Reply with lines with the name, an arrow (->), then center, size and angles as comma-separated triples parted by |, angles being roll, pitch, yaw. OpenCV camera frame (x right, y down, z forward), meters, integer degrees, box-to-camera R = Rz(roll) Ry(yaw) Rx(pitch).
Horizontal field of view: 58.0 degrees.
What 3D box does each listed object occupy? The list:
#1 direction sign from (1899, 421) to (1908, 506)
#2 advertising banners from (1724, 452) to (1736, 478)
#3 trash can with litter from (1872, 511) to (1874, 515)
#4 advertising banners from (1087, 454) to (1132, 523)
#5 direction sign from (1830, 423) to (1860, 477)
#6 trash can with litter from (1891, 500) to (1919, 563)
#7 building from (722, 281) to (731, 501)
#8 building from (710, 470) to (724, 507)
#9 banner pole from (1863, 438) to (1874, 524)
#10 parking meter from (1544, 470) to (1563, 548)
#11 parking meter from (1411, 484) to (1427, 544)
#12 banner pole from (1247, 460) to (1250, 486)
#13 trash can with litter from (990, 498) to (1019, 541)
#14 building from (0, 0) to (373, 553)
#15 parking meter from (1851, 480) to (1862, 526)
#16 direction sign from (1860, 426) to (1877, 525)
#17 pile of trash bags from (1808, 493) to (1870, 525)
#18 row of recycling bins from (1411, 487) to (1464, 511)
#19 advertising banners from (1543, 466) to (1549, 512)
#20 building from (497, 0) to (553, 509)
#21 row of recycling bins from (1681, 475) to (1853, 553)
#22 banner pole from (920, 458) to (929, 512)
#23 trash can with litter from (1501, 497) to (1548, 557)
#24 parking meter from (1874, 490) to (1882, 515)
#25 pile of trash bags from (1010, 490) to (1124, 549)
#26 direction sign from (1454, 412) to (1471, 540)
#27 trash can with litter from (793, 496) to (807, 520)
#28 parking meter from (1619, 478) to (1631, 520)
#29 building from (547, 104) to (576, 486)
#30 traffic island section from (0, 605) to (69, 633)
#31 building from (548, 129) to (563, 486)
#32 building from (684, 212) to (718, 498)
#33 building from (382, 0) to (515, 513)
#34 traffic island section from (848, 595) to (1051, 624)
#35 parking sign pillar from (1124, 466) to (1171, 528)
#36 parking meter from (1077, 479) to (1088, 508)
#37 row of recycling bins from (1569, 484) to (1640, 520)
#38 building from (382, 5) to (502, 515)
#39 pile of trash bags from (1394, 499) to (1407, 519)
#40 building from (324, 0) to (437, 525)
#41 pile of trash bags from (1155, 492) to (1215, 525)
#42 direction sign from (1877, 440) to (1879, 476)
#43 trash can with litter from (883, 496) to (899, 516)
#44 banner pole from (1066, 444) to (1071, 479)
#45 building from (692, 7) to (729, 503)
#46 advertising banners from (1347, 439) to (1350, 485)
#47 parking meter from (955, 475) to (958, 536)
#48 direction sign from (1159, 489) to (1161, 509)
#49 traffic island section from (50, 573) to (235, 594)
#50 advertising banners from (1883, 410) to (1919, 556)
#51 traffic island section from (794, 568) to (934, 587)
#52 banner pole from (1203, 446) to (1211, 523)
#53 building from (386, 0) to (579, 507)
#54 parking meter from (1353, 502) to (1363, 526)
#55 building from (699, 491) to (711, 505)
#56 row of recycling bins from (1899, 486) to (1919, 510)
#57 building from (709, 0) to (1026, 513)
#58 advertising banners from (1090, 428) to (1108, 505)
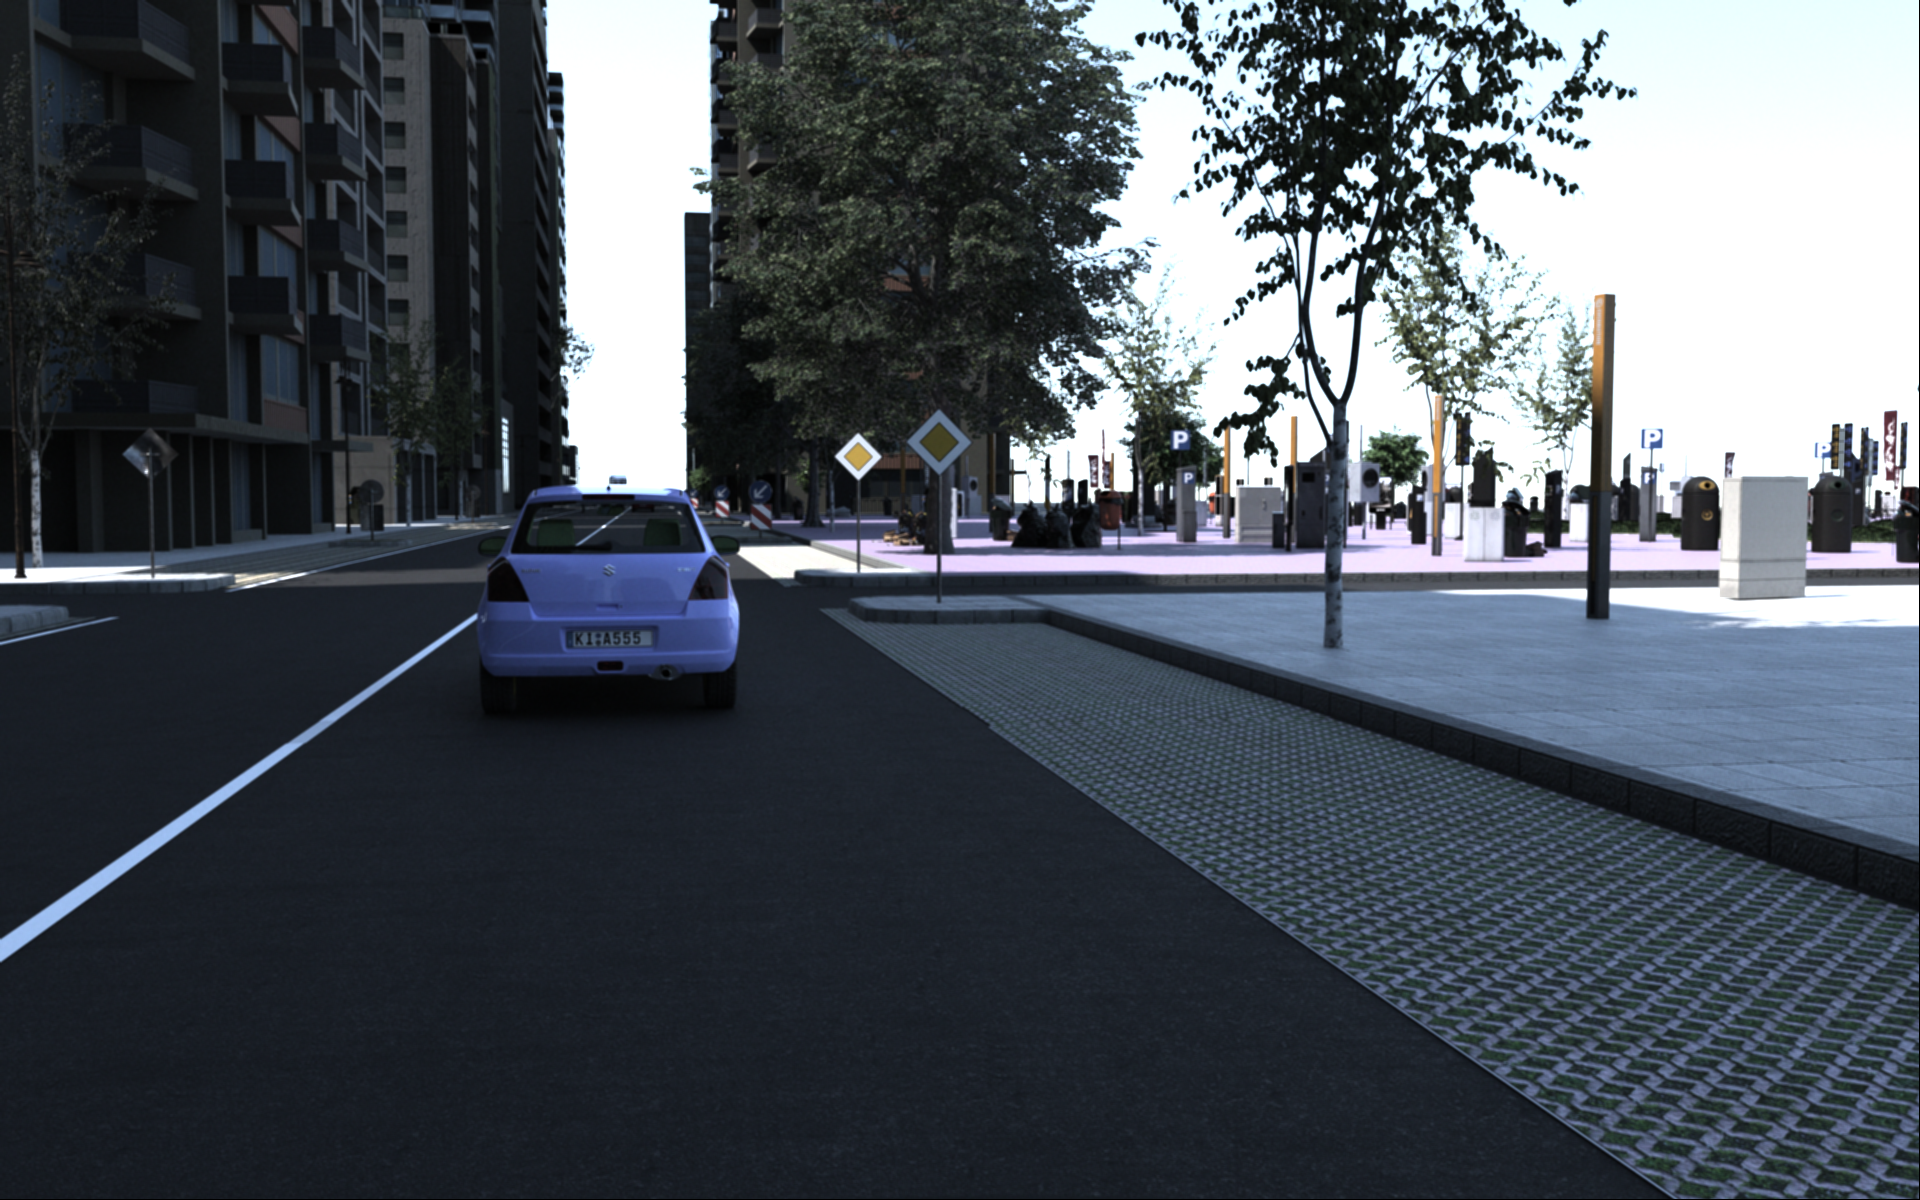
direction sign -> 29.581, -3.814, 54.357 | 0.379, 3.537, 0.876 | 1, 4, 17
advertising banners -> 31.073, -4.603, 71.440 | 2.074, 3.025, 0.090 | -1, 4, -14
trash can with litter -> 55.481, -5.685, 104.340 | 1.055, 1.170, 0.624 | -2, 4, -29
advertising banners -> 6.645, -4.912, 76.494 | 2.074, 3.025, 0.090 | 0, 4, 1
direction sign -> 28.176, -3.878, 55.408 | 0.379, 3.537, 0.876 | -1, 4, -16
trash can with litter -> 18.002, -1.280, 32.317 | 1.055, 1.170, 0.624 | 1, 4, 19
building -> -13.685, -23.199, 150.997 | 14.160, 30.474, 14.107 | -1, 4, -10
building -> -13.704, -44.604, 167.519 | 20.563, 71.187, 20.611 | -1, 4, -10
banner pole -> 35.523, -4.754, 67.738 | 0.863, 3.779, 0.401 | -3, 5, -40
parking meter -> 14.226, -2.192, 41.548 | 0.399, 1.863, 0.255 | -3, 4, -37
parking meter -> 11.724, -2.190, 44.220 | 0.372, 1.533, 0.369 | 0, 3, 0
banner pole -> 14.062, -5.775, 84.431 | 0.401, 3.779, 0.863 | 1, 4, 20
trash can with litter -> 1.328, -2.200, 47.350 | 1.055, 1.170, 0.624 | 3, 5, 43
building -> -29.398, -24.066, 48.100 | 22.147, 44.769, 28.867 | -1, 4, -10
parking meter -> 36.222, -3.933, 70.023 | 0.399, 1.863, 0.255 | 0, 4, 7
direction sign -> 30.458, -4.061, 58.396 | 0.379, 3.537, 0.876 | 1, 4, 13
pile of trash bags -> 36.388, -3.839, 72.520 | 1.912, 1.369, 3.447 | -1, 4, -18
row of recycling bins -> 26.226, -5.402, 95.443 | 3.534, 1.692, 1.069 | -2, 4, -27
advertising banners -> 33.430, -6.274, 98.770 | 0.090, 3.025, 2.074 | 1, 4, 14
building -> -47.917, -32.407, 153.554 | 21.300, 48.544, 21.600 | -1, 4, -10
row of recycling bins -> 18.017, -1.937, 38.782 | 3.534, 1.692, 1.069 | 2, 4, 33
banner pole -> -1.860, -6.212, 91.576 | 0.863, 3.779, 0.401 | -2, 4, -26
trash can with litter -> 11.447, -1.465, 35.335 | 1.055, 1.170, 0.624 | -2, 4, -30
parking meter -> 51.443, -5.420, 97.030 | 0.372, 1.533, 0.369 | 0, 3, 0
pile of trash bags -> 2.737, -1.926, 41.241 | 1.912, 1.369, 3.447 | -2, 4, -33
direction sign -> 13.909, -3.423, 47.959 | 0.379, 3.537, 0.876 | -1, 4, -9
trash can with litter -> -7.660, -4.488, 84.766 | 1.055, 1.170, 0.624 | 1, 4, 10
parking meter -> 24.373, -3.534, 63.495 | 0.255, 1.863, 0.399 | -1, 4, -11
building -> -58.979, -35.999, 208.192 | 23.786, 49.044, 30.456 | -1, 4, -10
traffic island section -> -10.900, 0.231, 18.510 | 2.009, 0.180, 2.903 | -1, 4, -10
building -> -50.760, -30.809, 187.316 | 14.154, 41.232, 14.086 | -1, 4, -10
building -> -33.171, -34.859, 253.535 | 14.154, 41.232, 14.086 | -1, 4, -10
building -> -44.269, -49.768, 126.379 | 22.319, 86.520, 31.000 | -1, 4, -10
traffic island section -> -0.227, 0.115, 20.409 | 2.009, 0.180, 2.903 | -1, 4, -10
parking sign pillar -> 7.028, -4.757, 66.242 | 1.447, 3.967, 1.447 | -1, 4, -16
parking meter -> 4.743, -3.745, 66.935 | 0.255, 1.863, 0.399 | -3, 5, -41
row of recycling bins -> 26.199, -3.876, 70.488 | 1.069, 1.692, 3.534 | -2, 4, -25
building -> -36.086, -20.452, 106.099 | 14.160, 30.474, 14.107 | -1, 4, -10
pile of trash bags -> 22.998, -4.876, 89.478 | 3.447, 1.369, 1.912 | -1, 4, -21
building -> -35.742, -39.211, 79.358 | 20.563, 71.187, 20.611 | -1, 4, -10
pile of trash bags -> 9.440, -3.806, 71.975 | 3.447, 1.369, 1.912 | -2, 4, -28
direction sign -> 38.637, -4.988, 73.550 | 0.379, 3.537, 0.876 | -1, 4, -14
trash can with litter -> -3.997, -5.526, 101.734 | 1.055, 1.170, 0.624 | -1, 4, -9
banner pole -> 5.477, -5.956, 87.405 | 0.401, 3.779, 0.863 | 1, 4, 19
building -> -24.340, -56.159, 230.870 | 22.319, 86.520, 31.000 | -1, 4, -10
advertising banners -> 12.018, -3.549, 54.210 | 0.090, 3.025, 2.074 | 1, 4, 23
parking meter -> -0.285, -2.862, 52.508 | 0.399, 1.863, 0.255 | 3, 5, 40
direction sign -> 8.481, -4.981, 73.443 | 0.876, 3.537, 0.379 | 0, 4, -2
traffic island section -> -12.307, -0.250, 26.371 | 2.009, 0.180, 2.903 | -1, 4, -10
advertising banners -> 19.394, -2.397, 35.379 | 0.090, 3.025, 2.074 | 0, 4, -1
traffic island section -> -1.634, -0.366, 28.269 | 2.009, 0.180, 2.903 | -1, 4, -10
banner pole -> 10.929, -5.329, 77.144 | 0.401, 3.779, 0.863 | 2, 4, 24
building -> -63.928, -56.554, 237.322 | 22.319, 86.520, 31.000 | -1, 4, -10
parking meter -> 16.169, -3.786, 70.308 | 0.372, 1.533, 0.369 | 0, 3, 0
building -> -14.795, -31.447, 206.042 | 32.217, 40.220, 23.993 | -1, 4, -10
row of recycling bins -> 50.069, -5.147, 91.264 | 1.069, 1.692, 3.534 | 2, 4, 24
building -> -7.299, -29.070, 129.913 | 22.147, 44.769, 28.867 | -1, 4, -10
advertising banners -> 3.772, -3.102, 46.912 | 0.090, 3.025, 2.074 | 0, 4, -2
